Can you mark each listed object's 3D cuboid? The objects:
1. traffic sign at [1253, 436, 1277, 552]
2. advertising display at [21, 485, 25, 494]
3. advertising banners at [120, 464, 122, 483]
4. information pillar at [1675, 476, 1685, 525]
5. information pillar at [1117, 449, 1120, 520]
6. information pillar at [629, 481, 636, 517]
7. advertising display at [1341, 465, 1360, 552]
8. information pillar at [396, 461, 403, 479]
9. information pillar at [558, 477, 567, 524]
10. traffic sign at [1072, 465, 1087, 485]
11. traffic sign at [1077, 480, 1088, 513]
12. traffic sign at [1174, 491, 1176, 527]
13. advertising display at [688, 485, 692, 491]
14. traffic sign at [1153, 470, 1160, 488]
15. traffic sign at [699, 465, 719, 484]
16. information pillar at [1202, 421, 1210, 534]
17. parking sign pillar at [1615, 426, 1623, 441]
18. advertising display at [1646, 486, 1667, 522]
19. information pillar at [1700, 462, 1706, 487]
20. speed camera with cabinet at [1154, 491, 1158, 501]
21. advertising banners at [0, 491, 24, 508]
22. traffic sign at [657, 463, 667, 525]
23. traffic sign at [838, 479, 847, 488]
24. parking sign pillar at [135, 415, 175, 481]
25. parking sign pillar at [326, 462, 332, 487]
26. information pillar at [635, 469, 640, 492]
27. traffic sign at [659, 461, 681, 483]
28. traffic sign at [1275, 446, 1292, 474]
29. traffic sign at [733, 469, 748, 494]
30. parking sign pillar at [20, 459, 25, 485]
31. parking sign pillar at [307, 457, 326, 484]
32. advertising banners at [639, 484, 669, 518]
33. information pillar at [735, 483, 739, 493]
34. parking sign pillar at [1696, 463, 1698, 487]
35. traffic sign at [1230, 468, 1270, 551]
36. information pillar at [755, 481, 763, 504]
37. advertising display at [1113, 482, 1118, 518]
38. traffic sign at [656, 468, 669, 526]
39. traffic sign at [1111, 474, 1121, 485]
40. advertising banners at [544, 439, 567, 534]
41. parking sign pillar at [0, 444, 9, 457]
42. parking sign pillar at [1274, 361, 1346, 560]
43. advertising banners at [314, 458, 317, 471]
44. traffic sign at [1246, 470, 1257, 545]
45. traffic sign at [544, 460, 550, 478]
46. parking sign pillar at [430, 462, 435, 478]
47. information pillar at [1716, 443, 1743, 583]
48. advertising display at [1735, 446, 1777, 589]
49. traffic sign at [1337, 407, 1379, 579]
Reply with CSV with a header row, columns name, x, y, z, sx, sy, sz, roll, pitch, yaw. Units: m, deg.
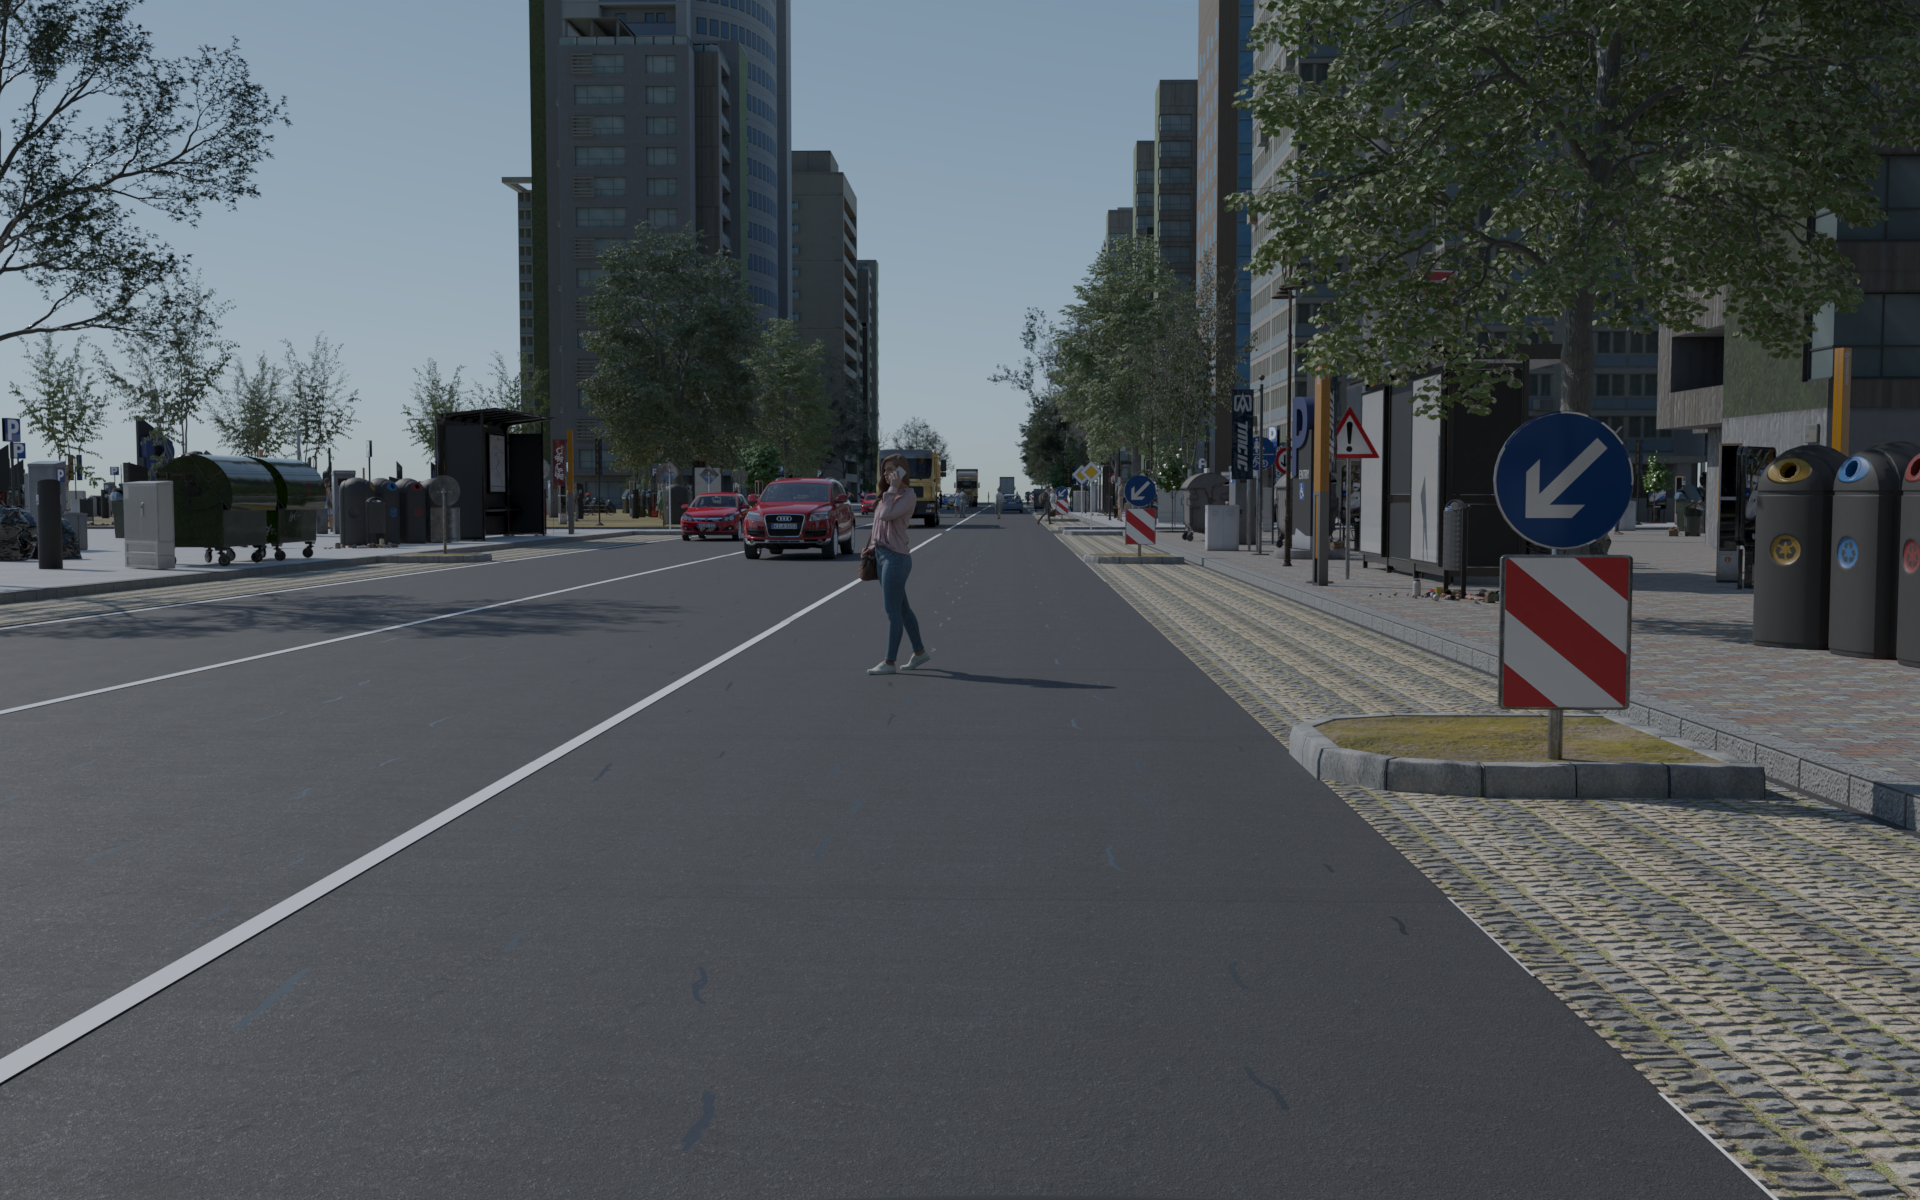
name,x,y,z,sx,sy,sz,roll,pitch,yaw
traffic sign,6.554,-2.321,38.050,0.768,2.556,0.104,0,4,7
advertising display,-65.865,-7.133,121.846,0.123,1.923,0.974,-1,4,-15
advertising banners,-49.428,-6.465,101.896,0.090,3.025,2.074,-1,4,-17
information pillar,29.982,-4.136,72.123,0.304,2.012,0.304,3,5,41
information pillar,7.867,-5.763,85.577,0.183,3.616,0.504,0,4,7
information pillar,-18.484,-5.713,97.891,0.304,2.012,0.304,1,4,12
advertising display,8.953,-2.033,38.449,0.974,1.923,0.123,2,4,26
information pillar,-39.641,-8.021,122.502,0.183,3.616,0.504,2,4,35
information pillar,-16.784,-4.198,73.122,0.304,2.012,0.304,-2,4,-25
traffic sign,4.852,-4.071,68.743,0.795,2.593,0.064,0,4,2
traffic sign,8.155,-7.038,115.179,0.768,2.556,0.104,0,4,3
traffic sign,8.446,-4.161,68.034,0.884,2.594,0.081,0,4,4
advertising display,-20.203,-7.579,129.133,0.123,1.923,0.974,0,4,7
traffic sign,9.629,-5.121,83.836,0.768,2.556,0.104,1,4,10
traffic sign,-10.035,-4.098,69.195,0.795,2.593,0.064,0,4,2
information pillar,7.875,-3.911,55.298,0.183,3.616,0.504,0,4,-2
parking sign pillar,25.706,-4.907,68.706,1.447,3.967,1.447,-3,4,-36
advertising display,31.321,-4.444,77.877,0.974,1.923,0.123,-1,4,-16
information pillar,44.898,-6.936,104.752,0.504,3.616,0.183,-3,4,-38
speed camera with cabinet,12.306,-6.899,107.134,2.038,3.252,0.660,-1,4,-21
advertising banners,-43.850,-5.082,79.283,0.090,3.025,2.074,2,4,26
traffic sign,-12.155,-4.357,71.337,0.768,2.556,0.104,0,4,5
traffic sign,-9.806,-8.831,144.485,0.768,2.556,0.104,1,4,8
parking sign pillar,-27.652,-4.357,59.712,1.447,3.967,1.447,2,4,31
parking sign pillar,-52.716,-9.533,144.331,1.447,3.967,1.447,0,4,-3
information pillar,-26.747,-9.295,143.332,0.504,3.616,0.183,-1,4,-9
traffic sign,-10.268,-3.610,61.214,0.795,2.593,0.064,0,4,2
traffic sign,8.765,-2.819,46.194,0.768,2.556,0.104,1,4,9
traffic sign,-11.193,-5.388,88.195,0.768,2.556,0.104,0,4,7
parking sign pillar,-73.182,-8.922,134.339,1.447,3.967,1.447,0,3,0
parking sign pillar,-47.008,-8.368,125.296,1.447,3.967,1.447,-2,4,-35
advertising banners,-16.768,-6.029,94.756,2.074,3.025,0.090,1,4,17
information pillar,-16.323,-8.279,126.722,0.504,3.616,0.183,3,5,41
parking sign pillar,50.274,-8.026,119.691,1.447,3.967,1.447,2,4,24
traffic sign,6.478,-2.367,38.710,0.884,2.594,0.081,0,4,4
information pillar,-11.077,-5.570,95.555,0.304,2.012,0.304,-3,5,-39
advertising display,8.266,-5.276,91.474,0.123,1.923,0.974,1,4,21
traffic sign,-11.730,-4.061,68.519,0.606,2.300,0.079,1,4,11
traffic sign,9.629,-6.578,107.654,0.768,2.556,0.104,1,4,10
advertising banners,-13.359,-3.585,54.801,2.074,3.025,0.090,-3,4,-38
parking sign pillar,-52.111,-6.441,93.779,1.447,3.967,1.447,-1,4,-9
parking sign pillar,6.995,-2.810,34.422,1.447,3.967,1.447,0,4,-5
advertising banners,-30.603,-5.297,82.798,0.090,3.025,2.074,0,4,-8
traffic sign,7.192,-2.515,43.250,0.606,2.300,0.079,0,4,4
traffic sign,-14.953,-3.757,61.533,0.768,2.556,0.104,0,4,6
parking sign pillar,-43.495,-9.551,144.630,1.447,3.967,1.447,3,5,45
information pillar,11.148,-1.260,25.089,0.304,2.012,0.304,2,4,27
advertising display,10.814,-1.121,23.550,0.974,1.923,0.123,-3,5,-42
traffic sign,5.827,-1.589,25.978,0.884,2.594,0.081,0,4,6
